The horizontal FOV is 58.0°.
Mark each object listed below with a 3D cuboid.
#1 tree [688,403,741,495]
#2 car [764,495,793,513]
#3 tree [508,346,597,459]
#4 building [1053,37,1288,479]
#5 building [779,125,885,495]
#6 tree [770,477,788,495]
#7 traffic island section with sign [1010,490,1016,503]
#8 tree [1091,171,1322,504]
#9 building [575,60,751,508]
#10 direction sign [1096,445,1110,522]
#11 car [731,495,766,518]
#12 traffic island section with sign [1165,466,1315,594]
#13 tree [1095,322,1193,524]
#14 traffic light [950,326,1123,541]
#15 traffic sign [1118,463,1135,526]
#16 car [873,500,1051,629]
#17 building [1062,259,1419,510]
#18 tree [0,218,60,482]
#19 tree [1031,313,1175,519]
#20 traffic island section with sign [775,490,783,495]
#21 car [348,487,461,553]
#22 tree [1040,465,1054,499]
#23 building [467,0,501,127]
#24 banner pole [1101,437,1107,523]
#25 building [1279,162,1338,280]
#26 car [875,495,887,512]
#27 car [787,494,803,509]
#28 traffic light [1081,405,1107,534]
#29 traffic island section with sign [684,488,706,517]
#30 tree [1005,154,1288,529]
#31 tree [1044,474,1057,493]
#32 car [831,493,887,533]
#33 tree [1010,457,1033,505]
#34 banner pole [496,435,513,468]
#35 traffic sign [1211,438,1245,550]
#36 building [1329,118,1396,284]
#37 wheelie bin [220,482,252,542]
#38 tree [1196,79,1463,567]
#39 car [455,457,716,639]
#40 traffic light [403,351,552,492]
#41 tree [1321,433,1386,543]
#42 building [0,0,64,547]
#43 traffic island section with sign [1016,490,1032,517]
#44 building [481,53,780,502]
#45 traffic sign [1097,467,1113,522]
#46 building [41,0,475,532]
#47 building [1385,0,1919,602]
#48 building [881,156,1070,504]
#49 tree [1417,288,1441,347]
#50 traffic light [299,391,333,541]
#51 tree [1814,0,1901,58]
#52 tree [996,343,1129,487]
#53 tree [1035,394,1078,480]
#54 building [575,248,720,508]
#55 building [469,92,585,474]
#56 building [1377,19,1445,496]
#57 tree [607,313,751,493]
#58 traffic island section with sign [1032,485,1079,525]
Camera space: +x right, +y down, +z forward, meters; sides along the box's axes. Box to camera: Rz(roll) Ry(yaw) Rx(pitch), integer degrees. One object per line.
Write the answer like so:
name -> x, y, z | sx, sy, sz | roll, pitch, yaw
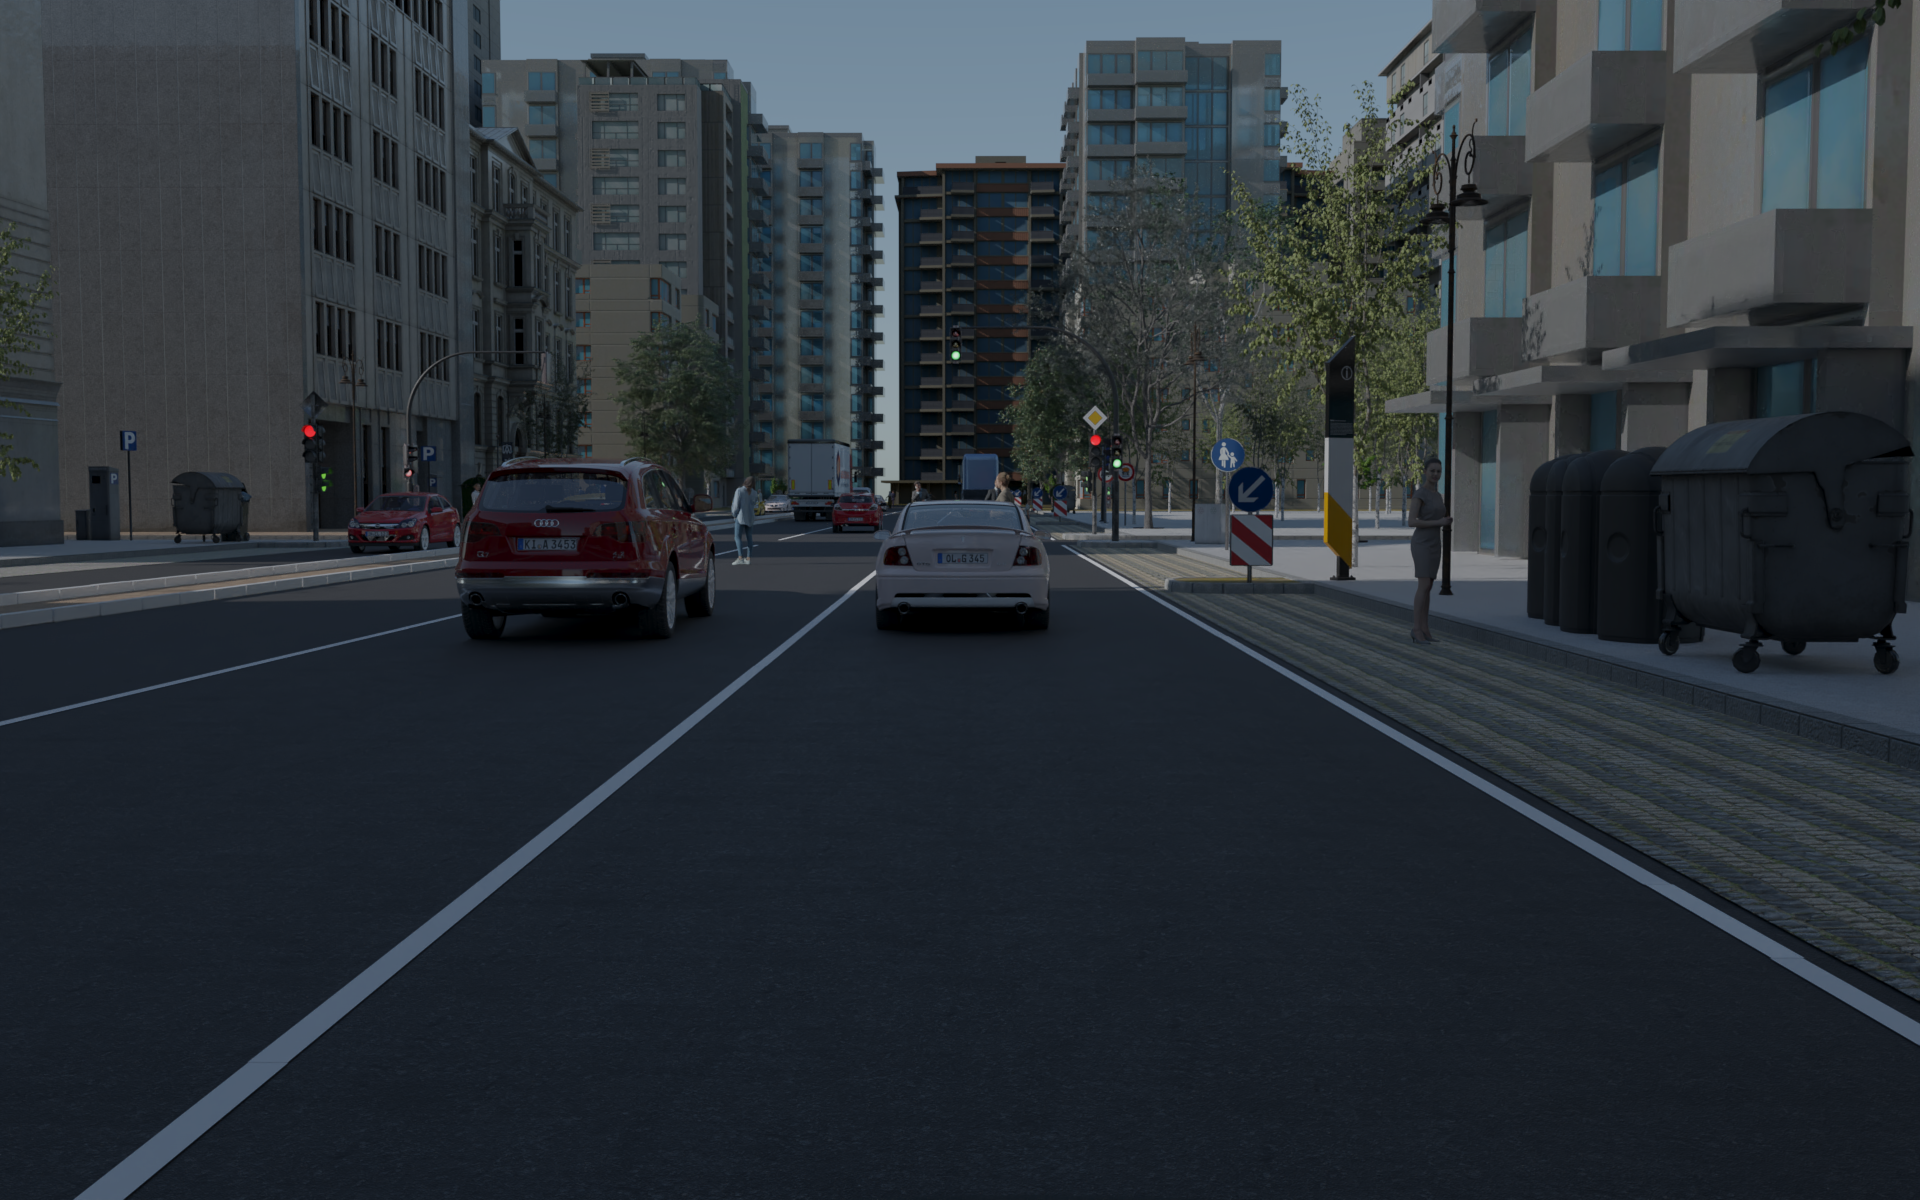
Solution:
tree -> -18.784, -11.018, 130.507 | 4.360, 8.622, 3.978 | 0, 3, 0
car -> -14.146, -7.495, 134.905 | 2.083, 1.381, 4.827 | 0, 4, 2
tree -> -19.769, -8.262, 85.445 | 4.360, 8.622, 3.978 | 0, 3, 0
building -> 22.223, -34.690, 186.790 | 23.786, 49.044, 30.456 | 0, 4, 0
building -> -25.091, -37.186, 227.595 | 30.456, 49.044, 23.786 | 0, 4, 0
tree -> -19.656, -11.950, 189.990 | 1.663, 3.219, 1.824 | 0, 3, 0
traffic island section with sign -> 5.102, -9.071, 156.935 | 1.989, 1.847, 2.006 | 0, 4, 0
tree -> 14.155, -15.115, 103.021 | 12.611, 20.169, 13.585 | 0, 3, 0
building -> -28.074, -29.494, 165.829 | 14.154, 41.232, 14.086 | 0, 4, 0
direction sign -> 6.621, -5.391, 80.148 | 0.876, 3.537, 0.379 | -3, 5, -43
car -> -12.732, -5.760, 104.404 | 2.015, 1.641, 3.980 | 0, 4, -1
traffic island section with sign -> 4.077, -1.040, 25.638 | 1.989, 1.847, 2.006 | 0, 4, 0
tree -> 7.460, -7.501, 73.003 | 4.737, 8.622, 4.395 | 0, 3, 0
traffic light -> 2.108, -4.416, 46.877 | 4.771, 5.953, 1.251 | 0, 4, 0
traffic sign -> 6.710, -4.290, 70.249 | 0.768, 2.556, 0.104 | 0, 4, 1
car -> 0.027, -0.450, 19.723 | 2.083, 1.381, 4.827 | 0, 3, 0
building -> 23.865, -19.072, 156.858 | 27.650, 21.520, 28.899 | 0, 4, 0
tree -> -19.788, -5.096, 33.687 | 4.737, 8.622, 4.395 | 0, 3, 0
tree -> 7.046, -9.375, 87.689 | 8.767, 10.594, 7.601 | 3, 5, 42
traffic island section with sign -> -16.415, -9.094, 157.308 | 1.989, 1.847, 2.006 | 0, 4, 0
car -> -13.923, -2.108, 43.503 | 2.155, 1.783, 4.494 | 0, 4, 0
tree -> 6.998, -12.252, 150.677 | 4.360, 8.622, 3.978 | 0, 3, 0
building -> -63.248, -46.137, 192.584 | 20.611, 71.187, 20.563 | 0, 4, 0
banner pole -> 6.335, -5.281, 76.359 | 0.401, 3.779, 0.863 | -1, 4, -9
building -> 33.432, -34.987, 226.667 | 28.867, 44.769, 22.147 | 0, 4, 0
car -> -6.984, -7.868, 140.999 | 2.083, 1.381, 4.827 | 0, 4, 1
car -> -13.810, -8.253, 144.530 | 1.945, 1.707, 3.694 | 0, 4, 0
traffic light -> 4.262, -4.041, 54.987 | 0.839, 4.253, 0.868 | 0, 4, 0
traffic island section with sign -> -16.807, -6.041, 107.390 | 1.989, 1.847, 2.006 | 0, 4, 0
tree -> 6.865, -9.380, 63.727 | 12.009, 13.543, 11.850 | 0, 3, 0
tree -> 8.249, -9.952, 157.323 | 1.663, 3.219, 1.824 | 0, 3, 0
car -> -3.863, -3.464, 65.671 | 2.155, 1.783, 4.494 | 0, 4, -1
tree -> 8.384, -15.679, 206.721 | 4.737, 8.622, 4.395 | 0, 3, 0
banner pole -> -19.300, -5.092, 73.268 | 0.863, 3.779, 0.401 | -1, 4, -22
traffic sign -> 6.098, -2.409, 39.491 | 0.768, 2.556, 0.104 | 0, 4, 6
building -> 59.410, -36.865, 226.440 | 21.600, 48.544, 21.300 | 0, 4, 0
wheelie bin -> -19.660, -2.385, 46.907 | 0.980, 1.594, 0.693 | 0, 4, 4
tree -> 6.689, -4.883, 30.199 | 4.737, 8.622, 4.395 | 0, 3, 0
car -> -3.889, -0.612, 18.685 | 2.281, 1.827, 5.304 | 0, 4, -1
traffic light -> -15.406, -4.923, 55.159 | 4.771, 5.953, 1.251 | 0, 4, 0
tree -> 10.244, -3.146, 46.032 | 1.663, 3.219, 1.824 | 0, 3, 0
building -> -31.971, -11.627, 39.259 | 18.267, 20.994, 9.793 | 0, 4, 0
traffic island section with sign -> 4.717, -6.105, 108.451 | 1.989, 1.847, 2.006 | 0, 4, 0
building -> -36.871, -34.977, 191.477 | 30.456, 49.044, 23.786 | 0, 4, 0
traffic sign -> 6.557, -4.756, 77.872 | 0.768, 2.556, 0.104 | 0, 4, 4
building -> -27.885, -15.253, 67.411 | 12.078, 24.808, 19.932 | 0, 4, 0
building -> 20.961, -24.953, 27.593 | 23.786, 49.044, 30.456 | 0, 4, 0
building -> 4.567, -35.010, 227.043 | 28.867, 44.769, 22.147 | 0, 4, 0
tree -> 26.084, -10.624, 80.352 | 9.857, 13.997, 8.962 | 0, 3, 0
traffic light -> -17.561, -3.562, 47.156 | 0.839, 4.253, 0.868 | 0, 4, 0
tree -> 6.512, -3.568, 8.695 | 4.737, 8.622, 4.395 | 0, 3, 0
tree -> 7.249, -12.816, 126.552 | 9.611, 12.733, 9.660 | 0, 3, 0
tree -> 8.130, -12.980, 137.976 | 9.928, 11.665, 9.643 | 0, 3, 0
building -> -36.089, -18.349, 145.040 | 27.650, 21.520, 28.899 | 0, 4, 0
building -> -29.906, -16.858, 94.708 | 14.460, 24.649, 34.723 | 0, 4, 0
building -> 59.914, -36.621, 187.987 | 27.495, 52.752, 28.713 | 0, 4, 0
tree -> -19.548, -13.100, 120.847 | 9.857, 13.997, 8.962 | 0, 3, 0
traffic island section with sign -> 4.509, -4.390, 80.399 | 1.989, 1.847, 2.006 | 0, 4, 0
